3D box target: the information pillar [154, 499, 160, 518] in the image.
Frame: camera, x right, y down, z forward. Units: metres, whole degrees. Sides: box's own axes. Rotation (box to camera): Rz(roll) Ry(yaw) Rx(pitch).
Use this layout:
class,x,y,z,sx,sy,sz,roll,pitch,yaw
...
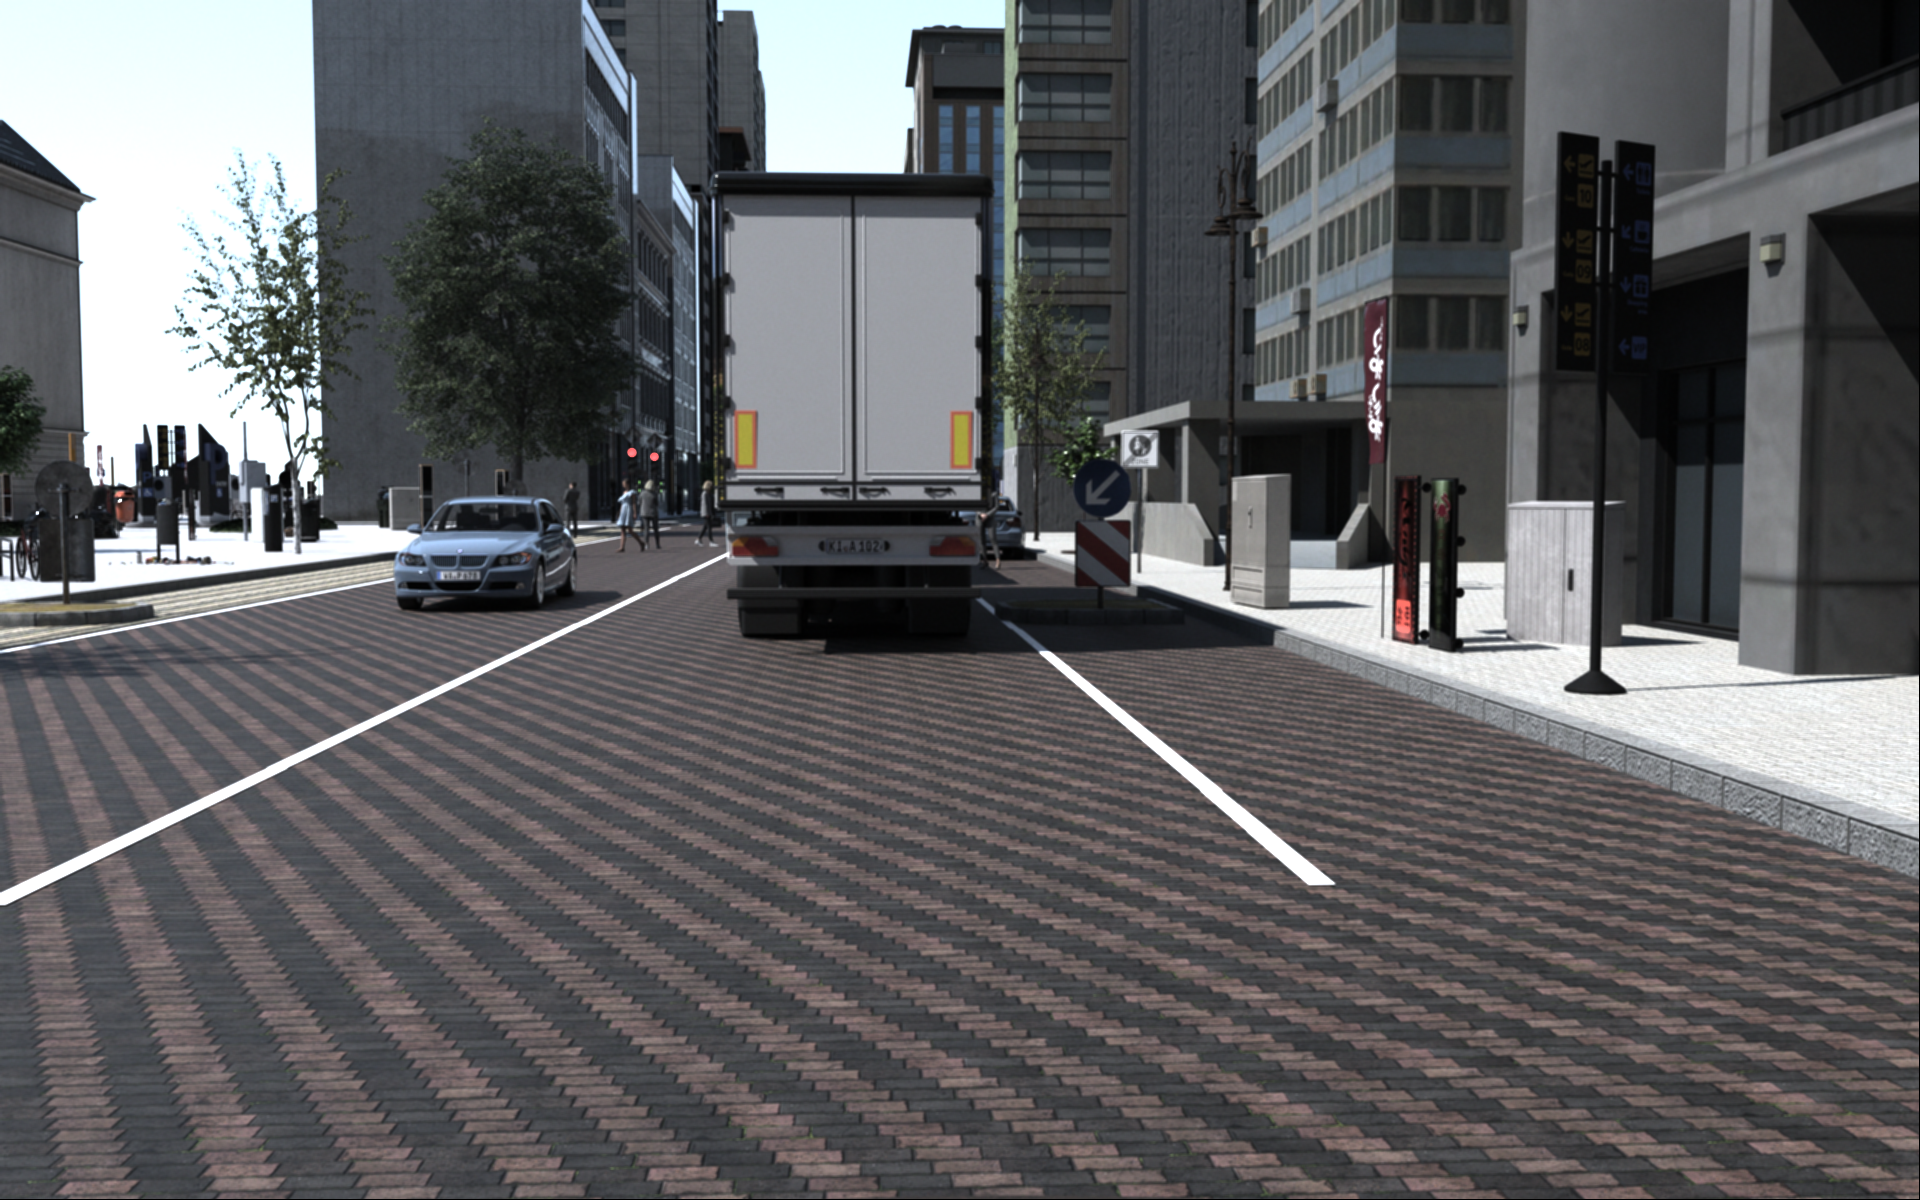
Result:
class,x,y,z,sx,sy,sz,roll,pitch,yaw
information pillar,-41.821,-5.232,90.032,0.304,2.012,0.304,0,3,0

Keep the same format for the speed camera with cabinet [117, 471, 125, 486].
class,x,y,z,sx,sy,sz,roll,pitch,yaw
speed camera with cabinet,-70.444,-9.256,145.671,0.660,3.252,2.038,-2,4,-33

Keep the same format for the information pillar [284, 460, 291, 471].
class,x,y,z,sx,sy,sz,roll,pitch,yaw
information pillar,-44.435,-7.541,114.651,0.504,3.616,0.183,-3,4,-36

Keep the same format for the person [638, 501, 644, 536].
class,x,y,z,sx,sy,sz,roll,pitch,yaw
person,-10.849,-2.813,59.175,0.352,1.250,0.332,1,4,22

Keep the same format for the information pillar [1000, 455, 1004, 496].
class,x,y,z,sx,sy,sz,roll,pitch,yaw
information pillar,2.529,-6.825,102.938,0.183,3.616,0.504,2,4,26

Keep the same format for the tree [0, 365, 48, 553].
class,x,y,z,sx,sy,sz,roll,pitch,yaw
tree,-21.588,-3.303,37.712,4.285,4.588,4.351,0,3,0

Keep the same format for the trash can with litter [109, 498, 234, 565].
class,x,y,z,sx,sy,sz,roll,pitch,yaw
trash can with litter,-14.369,-1.269,31.810,2.233,1.210,1.678,2,4,26

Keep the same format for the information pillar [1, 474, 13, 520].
class,x,y,z,sx,sy,sz,roll,pitch,yaw
information pillar,-34.635,-3.576,62.954,0.304,2.012,0.304,-2,4,-35

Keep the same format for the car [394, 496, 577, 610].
class,x,y,z,sx,sy,sz,roll,pitch,yaw
car,-6.207,-0.676,23.063,2.014,1.417,4.499,0,4,-4

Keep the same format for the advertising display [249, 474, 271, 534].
class,x,y,z,sx,sy,sz,roll,pitch,yaw
advertising display,-22.283,-3.053,55.130,0.974,1.923,0.123,2,4,31

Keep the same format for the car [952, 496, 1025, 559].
class,x,y,z,sx,sy,sz,roll,pitch,yaw
car,0.469,-1.673,39.349,2.014,1.417,4.499,0,4,-3

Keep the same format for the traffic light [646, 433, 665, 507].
class,x,y,z,sx,sy,sz,roll,pitch,yaw
traffic light,-13.911,-5.521,79.189,0.839,4.253,0.868,0,4,-3

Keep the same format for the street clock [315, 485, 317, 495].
class,x,y,z,sx,sy,sz,roll,pitch,yaw
street clock,-53.315,-8.471,143.067,0.358,2.002,0.471,0,4,6

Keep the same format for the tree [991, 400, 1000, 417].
class,x,y,z,sx,sy,sz,roll,pitch,yaw
tree,-1.971,-12.241,117.148,9.611,12.733,9.660,0,3,0

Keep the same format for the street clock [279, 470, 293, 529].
class,x,y,z,sx,sy,sz,roll,pitch,yaw
street clock,-20.627,-2.971,53.152,0.471,2.002,0.358,-1,4,-11

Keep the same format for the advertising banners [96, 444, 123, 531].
class,x,y,z,sx,sy,sz,roll,pitch,yaw
advertising banners,-29.839,-3.948,60.736,2.074,3.025,0.090,3,5,44

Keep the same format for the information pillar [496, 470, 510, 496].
class,x,y,z,sx,sy,sz,roll,pitch,yaw
information pillar,-13.926,-2.954,52.783,0.304,2.012,0.304,1,4,16

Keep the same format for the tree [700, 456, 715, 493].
class,x,y,z,sx,sy,sz,roll,pitch,yaw
tree,-20.502,-9.824,144.330,4.285,4.588,4.351,0,3,0

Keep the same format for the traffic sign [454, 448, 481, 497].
class,x,y,z,sx,sy,sz,roll,pitch,yaw
traffic sign,-13.744,-2.949,48.319,0.768,2.556,0.104,0,4,3

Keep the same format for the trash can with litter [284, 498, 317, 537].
class,x,y,z,sx,sy,sz,roll,pitch,yaw
trash can with litter,-19.649,-2.457,51.554,1.055,1.170,0.624,-1,4,-16

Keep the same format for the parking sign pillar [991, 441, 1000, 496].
class,x,y,z,sx,sy,sz,roll,pitch,yaw
parking sign pillar,1.399,-6.003,86.618,1.447,3.967,1.447,0,4,1

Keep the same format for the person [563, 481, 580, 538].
class,x,y,z,sx,sy,sz,roll,pitch,yaw
person,-12.630,-2.920,56.044,0.447,1.846,0.655,3,5,43

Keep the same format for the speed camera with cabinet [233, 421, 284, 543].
class,x,y,z,sx,sy,sz,roll,pitch,yaw
speed camera with cabinet,-18.777,-3.191,46.504,0.660,3.252,2.038,-3,4,-38

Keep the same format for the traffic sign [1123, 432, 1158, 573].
class,x,y,z,sx,sy,sz,roll,pitch,yaw
traffic sign,2.908,-1.585,28.046,0.606,2.300,0.079,0,4,-2

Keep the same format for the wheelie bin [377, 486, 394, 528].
class,x,y,z,sx,sy,sz,roll,pitch,yaw
wheelie bin,-21.743,-3.543,65.841,0.980,1.594,0.693,2,4,33

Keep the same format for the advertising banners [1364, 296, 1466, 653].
class,x,y,z,sx,sy,sz,roll,pitch,yaw
advertising banners,3.849,-1.141,14.842,0.090,3.025,2.074,-1,4,-8

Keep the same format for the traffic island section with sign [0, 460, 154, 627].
class,x,y,z,sx,sy,sz,roll,pitch,yaw
traffic island section with sign,-10.287,-0.663,19.472,1.989,1.847,2.006,0,4,-3

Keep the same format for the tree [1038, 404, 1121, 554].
class,x,y,z,sx,sy,sz,roll,pitch,yaw
tree,2.766,-2.609,37.261,1.663,3.219,1.824,0,3,0

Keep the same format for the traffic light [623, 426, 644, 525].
class,x,y,z,sx,sy,sz,roll,pitch,yaw
traffic light,-13.422,-5.034,71.219,0.839,4.253,0.868,0,4,-3

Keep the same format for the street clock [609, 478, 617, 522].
class,x,y,z,sx,sy,sz,roll,pitch,yaw
street clock,-15.666,-4.505,78.222,0.358,2.002,0.471,-1,4,-17

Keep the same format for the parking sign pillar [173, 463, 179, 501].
class,x,y,z,sx,sy,sz,roll,pitch,yaw
parking sign pillar,-54.127,-8.020,119.592,1.447,3.967,1.447,2,4,27

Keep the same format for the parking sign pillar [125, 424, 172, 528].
class,x,y,z,sx,sy,sz,roll,pitch,yaw
parking sign pillar,-30.967,-4.729,65.787,1.447,3.967,1.447,-2,4,-33

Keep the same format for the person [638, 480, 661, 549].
class,x,y,z,sx,sy,sz,roll,pitch,yaw
person,-8.145,-2.246,45.408,0.537,1.800,0.526,0,4,7

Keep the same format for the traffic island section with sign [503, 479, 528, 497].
class,x,y,z,sx,sy,sz,roll,pitch,yaw
traffic island section with sign,-11.943,-2.309,46.378,1.989,1.847,2.006,0,4,-3

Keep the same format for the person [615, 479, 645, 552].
class,x,y,z,sx,sy,sz,roll,pitch,yaw
person,-8.198,-2.092,42.797,0.778,1.811,0.616,-3,4,-38

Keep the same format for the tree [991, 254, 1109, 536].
class,x,y,z,sx,sy,sz,roll,pitch,yaw
tree,2.406,-6.276,52.972,4.737,8.622,4.395,0,3,0

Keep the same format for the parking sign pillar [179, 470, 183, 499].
class,x,y,z,sx,sy,sz,roll,pitch,yaw
parking sign pillar,-45.885,-7.072,104.094,1.447,3.967,1.447,-1,4,-18

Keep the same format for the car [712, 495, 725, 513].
class,x,y,z,sx,sy,sz,roll,pitch,yaw
car,-15.951,-6.333,115.548,2.014,1.417,4.499,0,4,-5

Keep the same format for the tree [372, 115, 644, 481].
class,x,y,z,sx,sy,sz,roll,pitch,yaw
tree,-15.471,-9.397,60.295,9.857,13.997,8.962,0,3,0

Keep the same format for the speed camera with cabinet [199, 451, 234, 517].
class,x,y,z,sx,sy,sz,roll,pitch,yaw
speed camera with cabinet,-34.047,-5.221,79.705,0.660,3.252,2.038,1,4,22

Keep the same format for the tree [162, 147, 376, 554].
class,x,y,z,sx,sy,sz,roll,pitch,yaw
tree,-14.313,-5.282,36.730,4.737,8.622,4.395,0,3,0

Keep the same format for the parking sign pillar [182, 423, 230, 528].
class,x,y,z,sx,sy,sz,roll,pitch,yaw
parking sign pillar,-28.605,-4.768,66.425,1.447,3.967,1.447,1,4,11

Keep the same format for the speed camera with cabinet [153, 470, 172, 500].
class,x,y,z,sx,sy,sz,roll,pitch,yaw
speed camera with cabinet,-40.855,-5.690,87.374,2.038,3.252,0.660,1,4,12

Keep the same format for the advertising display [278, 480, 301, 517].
class,x,y,z,sx,sy,sz,roll,pitch,yaw
advertising display,-30.634,-4.523,79.168,0.974,1.923,0.123,0,4,-4

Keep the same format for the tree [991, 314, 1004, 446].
class,x,y,z,sx,sy,sz,roll,pitch,yaw
tree,-0.135,-10.182,92.236,9.928,11.665,9.643,0,3,0

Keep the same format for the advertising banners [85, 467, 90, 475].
class,x,y,z,sx,sy,sz,roll,pitch,yaw
advertising banners,-55.594,-7.077,111.900,2.074,3.025,0.090,-1,4,-17

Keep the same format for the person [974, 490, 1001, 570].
class,x,y,z,sx,sy,sz,roll,pitch,yaw
person,0.511,-1.479,32.963,0.520,1.790,0.573,0,4,-1

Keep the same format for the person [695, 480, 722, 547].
class,x,y,z,sx,sy,sz,roll,pitch,yaw
person,-6.887,-2.365,47.350,0.728,1.800,0.709,1,4,14

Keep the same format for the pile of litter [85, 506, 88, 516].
class,x,y,z,sx,sy,sz,roll,pitch,yaw
pile of litter,-41.743,-4.259,83.596,1.176,0.858,1.719,1,4,20

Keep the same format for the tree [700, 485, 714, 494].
class,x,y,z,sx,sy,sz,roll,pitch,yaw
tree,-21.281,-9.424,148.688,1.663,3.219,1.824,0,3,0

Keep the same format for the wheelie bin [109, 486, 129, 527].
class,x,y,z,sx,sy,sz,roll,pitch,yaw
wheelie bin,-32.602,-3.625,67.182,0.980,1.594,0.693,-1,4,-18

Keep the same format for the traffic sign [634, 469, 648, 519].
class,x,y,z,sx,sy,sz,roll,pitch,yaw
traffic sign,-16.163,-5.353,87.628,0.768,2.556,0.104,0,4,-2

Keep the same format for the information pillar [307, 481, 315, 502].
class,x,y,z,sx,sy,sz,roll,pitch,yaw
information pillar,-35.279,-5.484,94.154,0.304,2.012,0.304,1,4,19

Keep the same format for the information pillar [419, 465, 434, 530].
class,x,y,z,sx,sy,sz,roll,pitch,yaw
information pillar,-13.360,-2.380,43.402,0.304,2.012,0.304,-2,4,-25

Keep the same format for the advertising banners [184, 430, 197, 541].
class,x,y,z,sx,sy,sz,roll,pitch,yaw
advertising banners,-21.307,-3.163,47.904,0.090,3.025,2.074,-1,4,-18
